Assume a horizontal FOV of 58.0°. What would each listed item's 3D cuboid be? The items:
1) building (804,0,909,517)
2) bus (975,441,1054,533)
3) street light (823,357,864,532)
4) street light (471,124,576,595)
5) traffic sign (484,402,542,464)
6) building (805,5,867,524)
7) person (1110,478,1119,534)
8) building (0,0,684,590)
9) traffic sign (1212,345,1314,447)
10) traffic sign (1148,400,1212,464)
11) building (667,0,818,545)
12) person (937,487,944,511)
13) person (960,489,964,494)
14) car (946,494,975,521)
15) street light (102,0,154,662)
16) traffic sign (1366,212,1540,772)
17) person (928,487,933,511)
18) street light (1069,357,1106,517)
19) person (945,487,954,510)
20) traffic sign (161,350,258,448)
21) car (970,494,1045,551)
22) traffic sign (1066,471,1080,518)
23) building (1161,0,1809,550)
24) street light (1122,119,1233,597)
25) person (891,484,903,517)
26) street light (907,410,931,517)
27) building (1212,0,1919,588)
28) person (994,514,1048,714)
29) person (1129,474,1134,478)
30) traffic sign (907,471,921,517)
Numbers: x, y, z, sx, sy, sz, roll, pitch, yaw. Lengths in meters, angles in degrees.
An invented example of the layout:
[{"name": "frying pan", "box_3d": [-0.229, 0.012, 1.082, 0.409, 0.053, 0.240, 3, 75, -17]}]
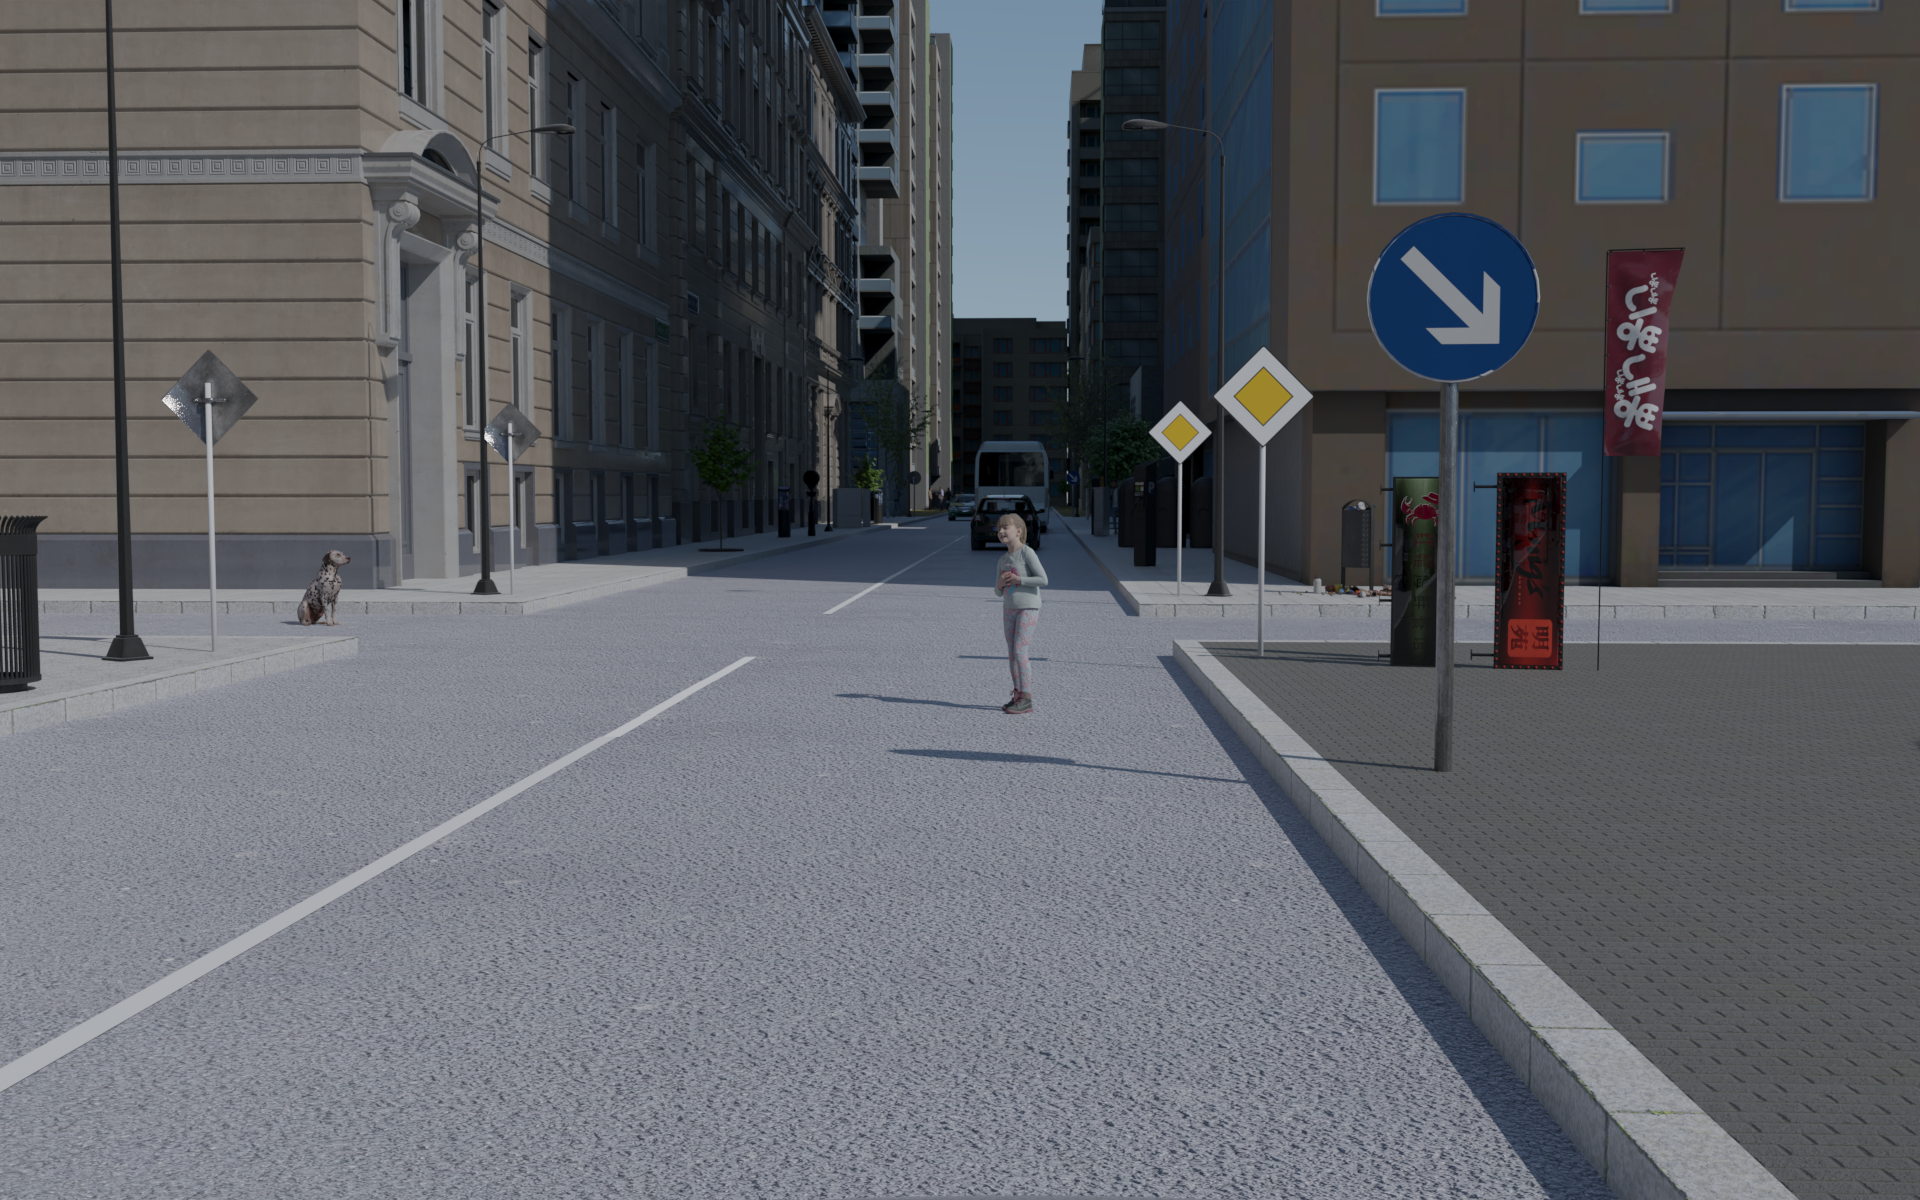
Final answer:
[{"name": "building", "box_3d": [-14.072, -48.843, 111.253, 22.319, 86.520, 31.000, 0, 4, 3]}, {"name": "bus", "box_3d": [2.161, -4.413, 67.009, 2.948, 3.499, 13.247, 0, 4, 3]}, {"name": "street light", "box_3d": [-3.950, -5.288, 58.992, 1.470, 5.913, 1.316, 0, 4, 3]}, {"name": "street light", "box_3d": [-5.520, -3.021, 21.931, 1.470, 5.913, 1.316, 0, 4, 3]}, {"name": "traffic sign", "box_3d": [-5.721, -1.214, 22.032, 0.795, 2.593, 0.064, 0, 4, 3]}, {"name": "building", "box_3d": [-10.630, -15.203, 77.443, 11.050, 23.489, 19.941, 0, 4, 3]}, {"name": "person", "box_3d": [5.008, -2.990, 55.273, 0.623, 1.781, 0.721, 1, 4, 13]}, {"name": "building", "box_3d": [-13.635, -15.071, 32.323, 13.634, 28.700, 20.117, 0, 4, 3]}, {"name": "traffic sign", "box_3d": [2.402, -0.701, 13.651, 0.795, 2.593, 0.064, 0, 4, 3]}, {"name": "traffic sign", "box_3d": [2.764, -1.189, 21.628, 0.795, 2.593, 0.064, 0, 4, 3]}, {"name": "building", "box_3d": [-12.071, -15.757, 54.886, 12.463, 27.353, 25.104, 0, 4, 3]}, {"name": "person", "box_3d": [-1.551, -7.709, 131.955, 0.599, 1.838, 0.709, 0, 4, 0]}, {"name": "person", "box_3d": [0.285, -10.210, 173.062, 0.705, 1.814, 1.350, 2, 4, 24]}, {"name": "car", "box_3d": [0.353, -5.037, 94.148, 2.131, 1.459, 4.920, 0, 4, 3]}, {"name": "street light", "box_3d": [-5.906, -2.487, 13.205, 1.470, 5.913, 1.316, 0, 4, 3]}, {"name": "traffic sign", "box_3d": [2.239, -0.480, 7.951, 0.768, 2.556, 0.104, 0, 4, 6]}, {"name": "person", "box_3d": [-2.273, -7.794, 133.491, 0.705, 1.823, 1.348, 0, 4, 0]}, {"name": "street light", "box_3d": [4.369, -5.264, 58.614, 1.470, 5.913, 1.316, 0, 4, 3]}, {"name": "person", "box_3d": [-0.898, -8.111, 138.679, 0.705, 1.821, 1.348, 2, 4, 30]}, {"name": "traffic sign", "box_3d": [-6.083, -0.726, 14.055, 0.795, 2.593, 0.064, 0, 4, 3]}, {"name": "car", "box_3d": [1.222, -2.176, 45.360, 2.009, 1.686, 4.222, 0, 4, 4]}, {"name": "traffic sign", "box_3d": [6.174, -5.772, 94.470, 0.768, 2.556, 0.104, 1, 4, 11]}, {"name": "building", "box_3d": [13.242, -24.348, 48.201, 14.600, 45.320, 14.200, 0, 4, 3]}, {"name": "street light", "box_3d": [2.711, -3.002, 21.628, 1.470, 5.913, 1.316, 0, 4, 3]}, {"name": "person", "box_3d": [-3.456, -5.398, 94.279, 0.713, 1.824, 0.794, -2, 4, -26]}, {"name": "street light", "box_3d": [-2.280, -7.558, 96.120, 1.470, 5.913, 1.316, 0, 4, 3]}, {"name": "building", "box_3d": [11.867, -23.170, 28.947, 14.200, 45.320, 14.600, 0, 4, 3]}, {"name": "person", "box_3d": [0.378, 0.083, 11.414, 0.425, 1.301, 0.394, 2, 4, 29]}, {"name": "person", "box_3d": [4.995, -2.633, 48.905, 0.655, 1.846, 0.447, -3, 4, -38]}, {"name": "traffic sign", "box_3d": [-2.507, -5.799, 94.912, 0.768, 2.556, 0.104, 1, 4, 9]}]
